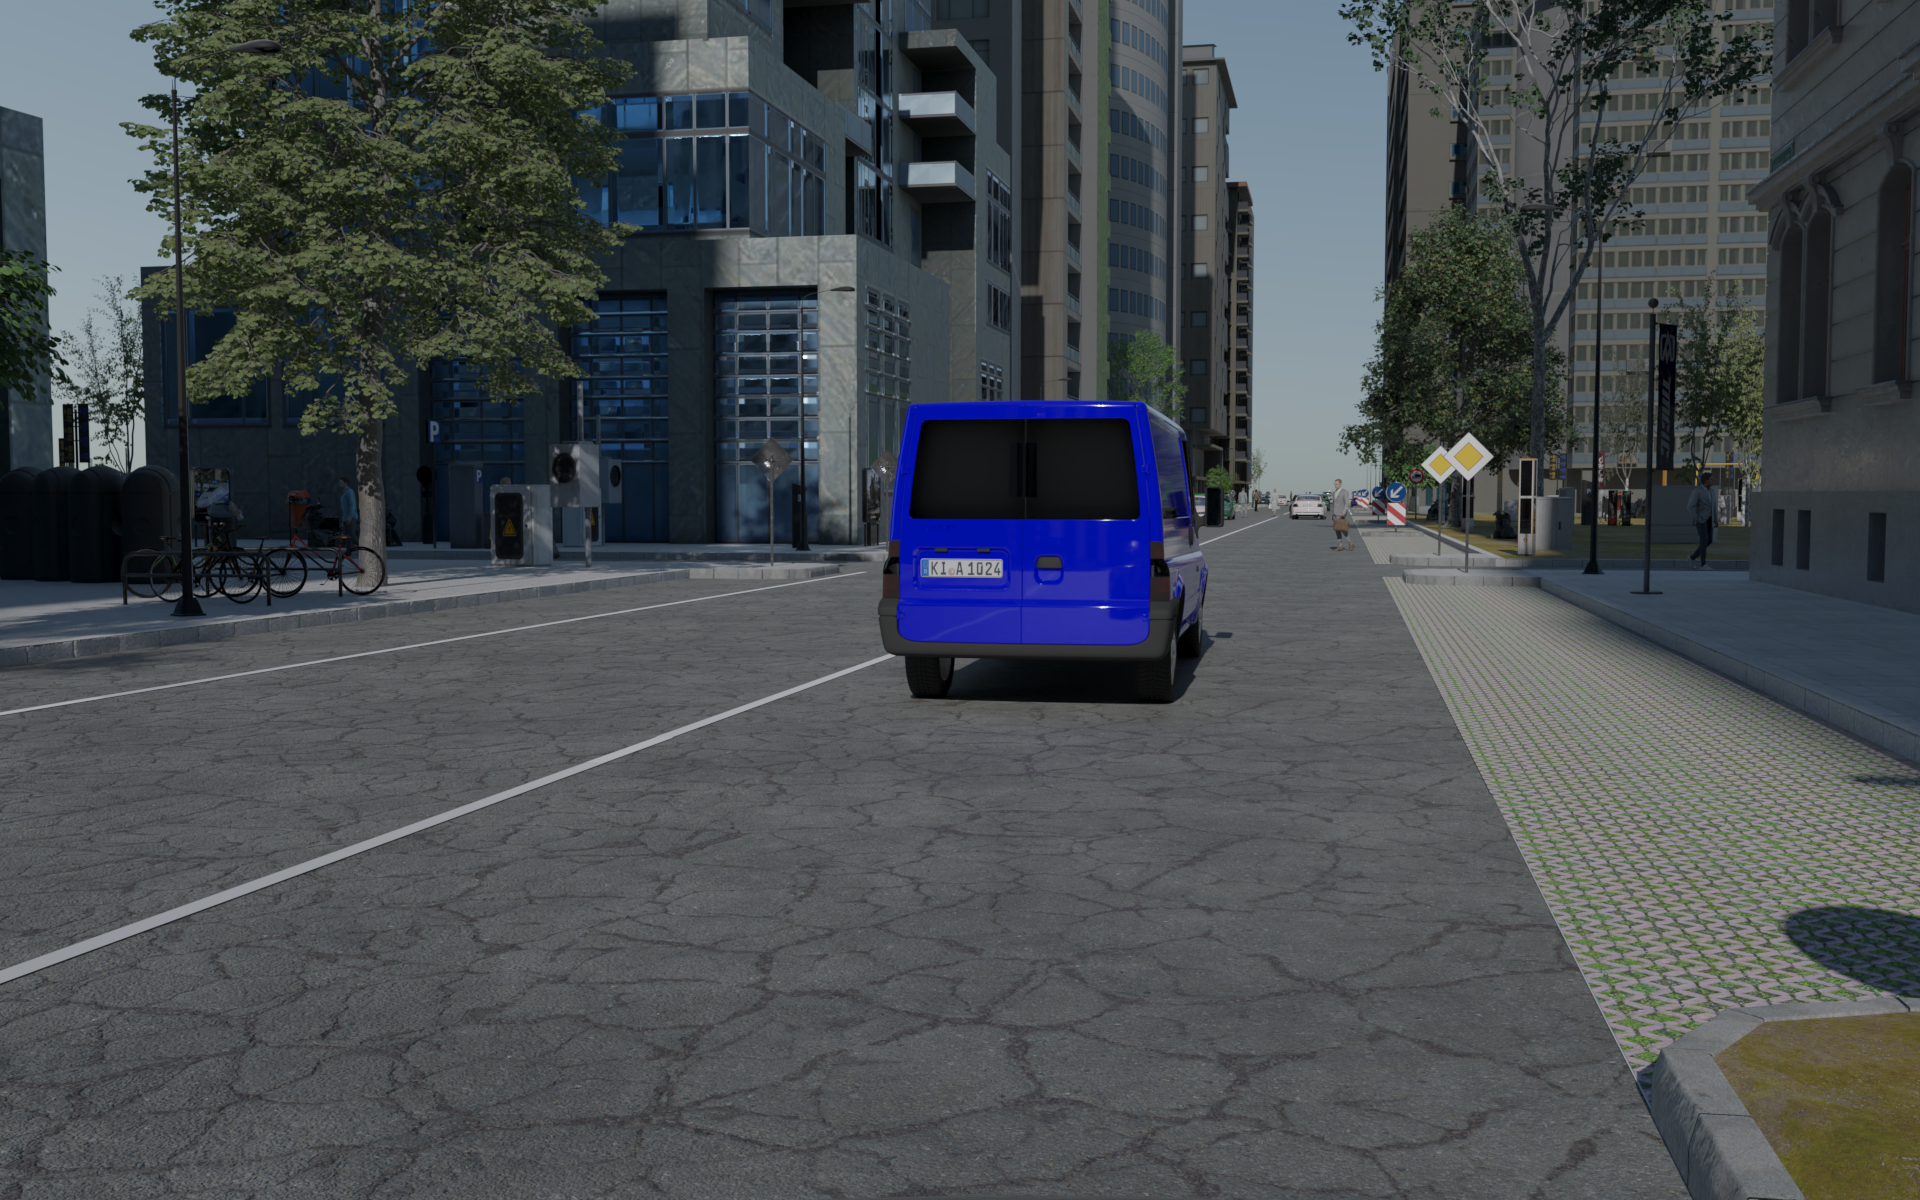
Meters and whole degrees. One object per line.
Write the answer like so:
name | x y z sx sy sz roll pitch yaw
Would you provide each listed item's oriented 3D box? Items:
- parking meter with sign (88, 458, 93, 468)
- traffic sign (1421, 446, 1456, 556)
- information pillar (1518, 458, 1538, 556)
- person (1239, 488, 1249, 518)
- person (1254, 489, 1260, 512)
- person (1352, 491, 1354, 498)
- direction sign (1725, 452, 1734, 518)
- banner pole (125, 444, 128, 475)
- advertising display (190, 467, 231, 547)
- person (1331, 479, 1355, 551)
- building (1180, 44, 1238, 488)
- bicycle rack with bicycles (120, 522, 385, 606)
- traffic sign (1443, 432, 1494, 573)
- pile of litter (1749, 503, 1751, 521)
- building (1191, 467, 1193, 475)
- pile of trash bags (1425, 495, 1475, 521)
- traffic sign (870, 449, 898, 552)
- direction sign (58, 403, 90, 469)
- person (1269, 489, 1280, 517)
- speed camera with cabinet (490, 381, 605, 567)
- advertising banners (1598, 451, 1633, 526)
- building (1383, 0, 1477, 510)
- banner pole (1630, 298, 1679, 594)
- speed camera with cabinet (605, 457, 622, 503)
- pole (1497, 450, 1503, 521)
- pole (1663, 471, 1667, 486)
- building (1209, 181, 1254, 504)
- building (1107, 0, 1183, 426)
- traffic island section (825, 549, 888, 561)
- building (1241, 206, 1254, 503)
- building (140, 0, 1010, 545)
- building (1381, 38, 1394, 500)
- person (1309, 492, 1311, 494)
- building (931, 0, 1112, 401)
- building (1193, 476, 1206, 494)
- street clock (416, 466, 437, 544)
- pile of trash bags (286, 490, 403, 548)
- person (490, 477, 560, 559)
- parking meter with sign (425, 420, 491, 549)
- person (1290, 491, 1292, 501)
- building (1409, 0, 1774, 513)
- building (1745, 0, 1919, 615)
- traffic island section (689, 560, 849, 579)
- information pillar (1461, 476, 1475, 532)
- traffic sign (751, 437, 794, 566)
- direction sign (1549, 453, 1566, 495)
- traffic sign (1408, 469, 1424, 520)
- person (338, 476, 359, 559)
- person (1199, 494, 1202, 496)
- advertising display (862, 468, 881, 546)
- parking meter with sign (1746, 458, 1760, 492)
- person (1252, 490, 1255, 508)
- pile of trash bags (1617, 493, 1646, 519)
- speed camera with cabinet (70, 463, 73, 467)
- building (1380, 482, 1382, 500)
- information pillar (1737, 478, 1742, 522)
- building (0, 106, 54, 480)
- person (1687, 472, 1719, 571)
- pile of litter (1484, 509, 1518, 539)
parking meter with sign | -41.610 -5.410 84.720 1.738 3.016 0.543 -1 4 -14
traffic sign | 9.948 -1.973 35.903 0.795 2.450 0.064 1 4 12
information pillar | 11.773 -1.923 35.929 0.304 2.012 0.304 2 4 31
person | 17.178 -5.893 104.953 0.635 1.810 0.391 2 4 34
person | 24.156 -8.105 141.028 0.705 1.823 1.348 0 4 -8
person | 50.388 -13.039 221.779 0.705 1.812 1.348 2 4 24
direction sign | 41.300 -6.179 93.024 0.876 3.537 0.379 -3 5 -41
banner pole | -41.487 -5.892 86.352 0.401 3.779 0.863 -3 4 -37
advertising display | -18.261 -2.265 42.239 0.123 1.923 0.974 2 4 35
person | 9.560 -2.140 43.602 0.853 1.813 0.709 -2 4 -35
building | 18.392 -38.015 210.778 28.713 52.752 27.495 1 4 12
bicycle rack with bicycles | -8.850 -0.465 20.982 2.925 0.926 2.852 0 4 8
traffic sign | 8.235 -1.496 28.103 0.795 2.450 0.064 1 4 12
pile of litter | 37.441 -4.124 81.393 1.719 0.858 1.176 -2 4 -24
building | 9.841 -43.584 150.848 20.563 71.187 20.611 1 4 12
pile of trash bags | 24.219 -4.574 84.545 1.912 1.369 3.447 3 5 41
traffic sign | -1.617 -2.129 38.454 0.795 2.450 0.064 1 4 12
direction sign | -22.133 -3.146 43.439 0.876 3.537 0.379 1 4 23
person | 19.618 -6.074 108.165 0.694 1.780 0.624 3 5 40
speed camera with cabinet | -7.358 -2.218 30.606 2.038 3.252 0.660 2 4 27
advertising banners | 26.413 -4.514 69.985 0.090 3.025 2.074 -1 4 -23
building | 52.796 -33.331 168.658 21.300 48.544 21.600 1 4 12
banner pole | 9.029 -1.979 22.370 0.863 3.779 0.401 -3 5 -40
speed camera with cabinet | -9.016 -2.944 42.474 0.660 3.252 2.038 1 4 16
pole | 22.637 -4.818 72.616 0.158 3.312 0.155 0 3 0
pole | 39.437 -6.306 96.951 0.158 3.312 0.155 0 3 0
building | 28.662 -35.704 238.384 22.147 44.769 28.867 1 4 12
building | 4.551 -35.807 127.448 21.231 58.520 28.212 1 4 12
traffic island section | -1.641 -0.993 38.521 2.009 0.180 2.903 1 4 12
building | 36.403 -37.221 258.677 14.600 45.320 14.200 1 4 12
building | -10.152 -45.602 58.265 22.319 86.520 31.000 1 4 12
building | 65.631 -41.694 223.694 21.231 58.520 28.212 1 4 12
person | 42.594 -12.294 210.223 0.721 1.743 1.217 -1 4 -22
building | -0.150 -24.775 88.669 14.154 41.232 14.086 1 4 12
building | 8.386 -29.542 174.900 32.217 40.220 23.993 1 4 12
street clock | -13.604 -2.426 44.230 0.471 2.002 0.358 1 4 17
pile of trash bags | -15.323 -2.000 42.458 3.447 1.369 1.912 2 4 32
person | -9.658 -1.802 38.176 1.509 1.804 0.699 1 4 18
parking meter with sign | -11.604 -2.717 40.682 1.738 3.016 0.543 1 4 12
person | 45.706 -14.109 239.275 0.705 1.812 1.348 1 4 16
building | 48.934 -26.334 122.448 32.217 40.220 23.993 1 4 12
building | 15.534 -13.796 12.961 14.401 28.519 23.554 1 4 12
traffic island section | -3.354 -0.516 30.722 2.009 0.180 2.903 1 4 12
information pillar | 17.372 -3.348 59.237 0.304 2.012 0.304 -3 5 -40
traffic sign | -3.330 -1.652 30.655 0.795 2.450 0.064 1 4 12
direction sign | 33.231 -6.382 96.349 0.876 3.537 0.379 2 4 29
traffic sign | 22.859 -5.302 86.797 0.768 2.556 0.104 1 4 15
person | -13.315 -1.800 37.943 0.620 1.820 0.660 -2 4 -35
person | 16.233 -6.468 117.467 0.599 1.433 0.991 2 4 33
advertising display | -2.189 -2.300 42.821 0.123 1.923 0.974 1 4 18
parking meter with sign | 39.207 -5.415 84.800 1.738 3.016 0.543 -2 4 -26
person | 30.396 -10.452 179.472 0.705 1.814 1.350 0 4 0
pile of trash bags | 35.445 -4.968 90.977 3.447 1.369 1.912 -2 4 -31
speed camera with cabinet | -32.147 -4.268 64.115 2.038 3.252 0.660 -3 5 -39
building | 77.077 -34.039 248.420 32.217 40.220 23.993 1 4 12
information pillar | 36.168 -4.631 80.205 0.304 2.012 0.304 2 4 25
building | -33.222 -43.255 19.892 31.000 86.520 22.319 1 4 12
person | 13.927 -1.482 32.577 0.661 1.843 0.795 -2 4 -23
pile of litter | 15.816 -2.197 49.883 1.176 0.858 1.719 0 4 -4
